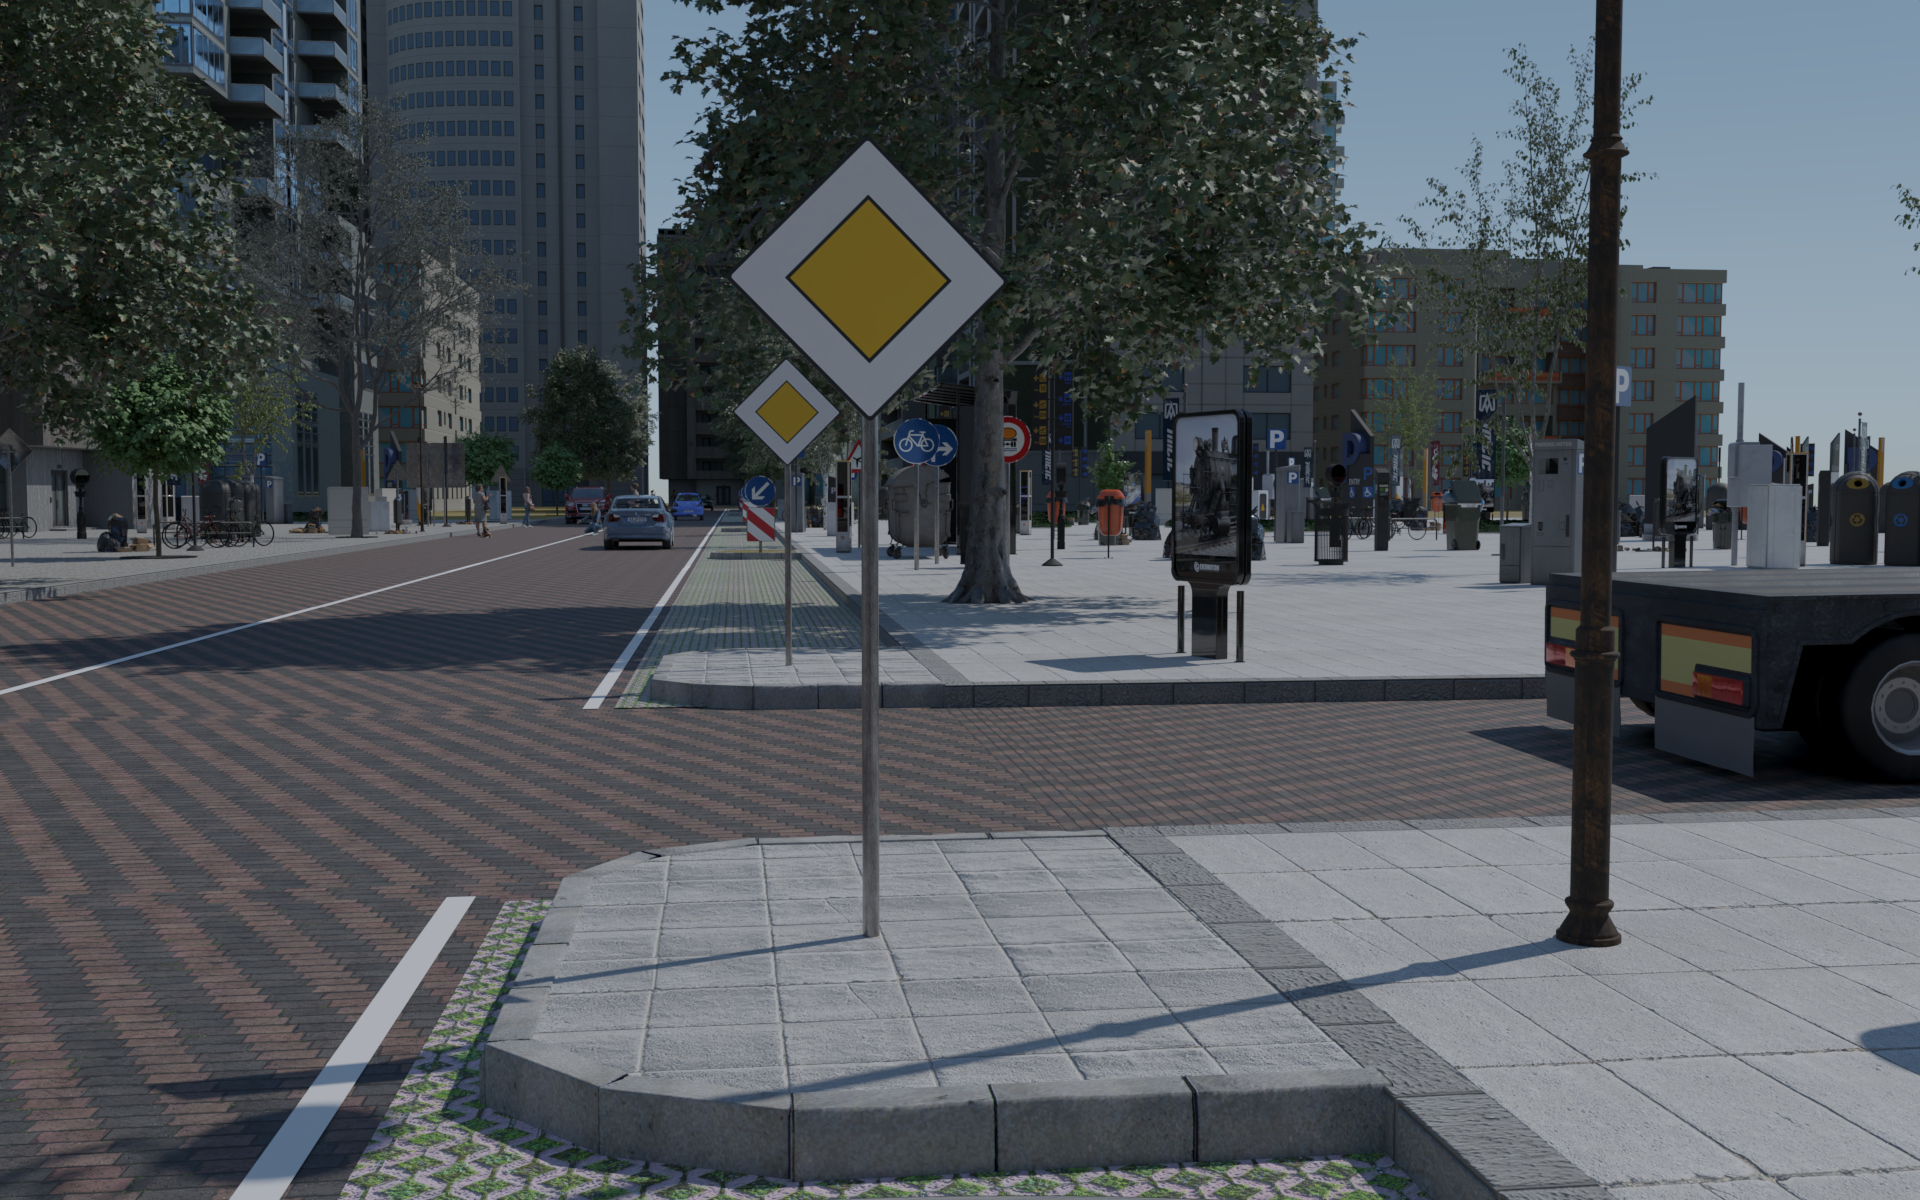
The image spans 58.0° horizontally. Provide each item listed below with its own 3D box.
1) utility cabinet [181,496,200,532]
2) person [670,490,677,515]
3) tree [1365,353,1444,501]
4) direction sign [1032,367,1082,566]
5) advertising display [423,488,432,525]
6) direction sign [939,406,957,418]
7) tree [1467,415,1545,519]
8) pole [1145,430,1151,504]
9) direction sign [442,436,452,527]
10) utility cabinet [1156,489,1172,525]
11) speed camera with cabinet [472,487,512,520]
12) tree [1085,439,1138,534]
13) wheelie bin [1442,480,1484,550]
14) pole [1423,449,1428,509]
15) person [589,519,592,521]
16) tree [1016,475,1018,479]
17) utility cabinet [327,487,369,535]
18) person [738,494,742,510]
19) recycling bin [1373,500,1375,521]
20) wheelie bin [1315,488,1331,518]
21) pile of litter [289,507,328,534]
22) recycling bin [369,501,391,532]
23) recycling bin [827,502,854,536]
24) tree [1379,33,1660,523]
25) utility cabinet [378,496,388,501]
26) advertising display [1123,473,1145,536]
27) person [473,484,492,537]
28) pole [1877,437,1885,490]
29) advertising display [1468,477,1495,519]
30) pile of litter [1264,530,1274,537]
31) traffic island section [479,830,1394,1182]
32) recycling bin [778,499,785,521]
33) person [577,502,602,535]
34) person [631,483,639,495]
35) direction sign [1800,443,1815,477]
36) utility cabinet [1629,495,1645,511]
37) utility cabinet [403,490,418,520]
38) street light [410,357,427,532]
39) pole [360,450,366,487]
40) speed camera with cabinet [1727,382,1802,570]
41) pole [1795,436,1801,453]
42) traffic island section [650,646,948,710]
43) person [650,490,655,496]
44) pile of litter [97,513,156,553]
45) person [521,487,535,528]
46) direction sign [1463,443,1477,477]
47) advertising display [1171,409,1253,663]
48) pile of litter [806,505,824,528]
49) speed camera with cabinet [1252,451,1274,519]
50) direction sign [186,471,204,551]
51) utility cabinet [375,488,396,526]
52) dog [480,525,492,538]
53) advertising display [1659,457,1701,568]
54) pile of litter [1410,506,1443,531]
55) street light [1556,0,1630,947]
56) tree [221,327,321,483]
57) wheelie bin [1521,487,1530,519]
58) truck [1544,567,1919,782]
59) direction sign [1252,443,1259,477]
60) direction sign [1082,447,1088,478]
[{"bbox_3d":[-24.779,-2.766,56.385,1.020,1.237,0.306,-2,4,-26],"label":"utility cabinet"},{"bbox_3d":[-18.853,-6.457,114.794,0.721,1.735,1.217,-3,5,-42],"label":"person"},{"bbox_3d":[23.057,-8.493,89.231,4.737,8.622,4.395,0,3,0],"label":"tree"},{"bbox_3d":[1.646,-2.373,30.797,0.876,3.537,0.379,3,4,38],"label":"direction sign"},{"bbox_3d":[-22.441,-4.120,72.577,0.974,1.923,0.123,3,5,41],"label":"advertising display"},{"bbox_3d":[-0.165,-3.218,44.612,0.876,3.537,0.379,2,4,35],"label":"direction sign"},{"bbox_3d":[22.605,-5.380,71.677,4.285,4.588,4.351,0,3,0],"label":"tree"},{"bbox_3d":[6.020,-3.770,55.476,0.158,3.312,0.155,0,3,0],"label":"pole"},{"bbox_3d":[-20.107,-4.633,67.746,0.379,3.537,0.876,-1,4,-23],"label":"direction sign"},{"bbox_3d":[8.494,-3.746,69.929,1.173,1.500,0.318,1,4,10],"label":"utility cabinet"},{"bbox_3d":[-23.131,-5.577,85.520,0.660,3.252,2.038,2,4,35],"label":"speed camera with cabinet"},{"bbox_3d":[4.743,-3.682,54.802,1.663,3.219,1.824,0,3,0],"label":"tree"},{"bbox_3d":[11.467,-1.940,39.632,0.980,1.594,0.693,-1,4,-12],"label":"wheelie bin"},{"bbox_3d":[20.870,-5.129,77.703,0.158,3.312,0.155,0,3,0],"label":"pole"},{"bbox_3d":[-19.500,-5.122,91.878,1.348,1.869,0.705,-1,4,-14],"label":"person"},{"bbox_3d":[1.632,-4.766,72.518,1.663,3.219,1.824,0,3,0],"label":"tree"},{"bbox_3d":[-19.050,-2.768,53.932,1.173,1.500,0.318,-2,4,-29],"label":"utility cabinet"},{"bbox_3d":[-18.938,-8.530,149.442,0.415,1.643,0.593,-1,4,-10],"label":"person"},{"bbox_3d":[18.546,-3.975,77.543,0.722,1.027,0.722,1,4,10],"label":"recycling bin"},{"bbox_3d":[17.532,-4.666,84.196,0.980,1.594,0.693,-1,4,-23],"label":"wheelie bin"},{"bbox_3d":[-21.342,-2.621,56.811,1.176,0.858,1.719,-2,4,-35],"label":"pile of litter"},{"bbox_3d":[-19.974,-2.864,59.373,0.722,1.027,0.722,-2,4,-34],"label":"recycling bin"},{"bbox_3d":[-3.646,-2.462,52.809,0.722,1.027,0.722,0,4,6],"label":"recycling bin"},{"bbox_3d":[9.224,-4.754,28.096,4.360,8.622,3.978,0,3,0],"label":"tree"},{"bbox_3d":[-20.698,-3.121,62.188,0.306,1.237,1.020,-1,4,-17],"label":"utility cabinet"},{"bbox_3d":[5.326,-2.930,53.116,0.123,1.923,0.974,-2,4,-29],"label":"advertising display"},{"bbox_3d":[-16.036,-3.026,58.326,0.716,1.782,0.532,2,4,28],"label":"person"},{"bbox_3d":[33.079,-4.184,62.253,0.158,3.312,0.155,0,3,0],"label":"pole"},{"bbox_3d":[19.448,-3.635,64.638,0.974,1.923,0.123,0,4,5],"label":"advertising display"},{"bbox_3d":[8.571,-2.293,51.452,1.719,0.858,1.176,0,4,6],"label":"pile of litter"},{"bbox_3d":[-0.239,1.054,5.050,2.009,0.180,2.903,0,4,-7],"label":"traffic island section"},{"bbox_3d":[-8.353,-4.370,84.009,0.722,1.027,0.722,2,4,34],"label":"recycling bin"},{"bbox_3d":[-12.754,-2.827,60.228,0.738,1.151,1.012,-3,5,-42],"label":"person"},{"bbox_3d":[-10.180,-2.760,53.962,0.374,1.781,0.599,-1,4,-19],"label":"person"},{"bbox_3d":[37.824,-5.228,77.479,0.379,3.537,0.876,-1,4,-22],"label":"direction sign"},{"bbox_3d":[36.305,-4.977,92.528,1.020,1.237,0.306,2,4,26],"label":"utility cabinet"},{"bbox_3d":[-26.895,-4.668,84.999,0.318,1.500,1.173,1,4,22],"label":"utility cabinet"},{"bbox_3d":[-18.261,-5.251,58.647,0.468,5.910,1.993,0,4,-7],"label":"street light"},{"bbox_3d":[-27.388,-5.241,79.536,0.158,3.312,0.155,0,3,0],"label":"pole"},{"bbox_3d":[13.969,-2.187,30.086,0.660,3.252,2.038,0,4,5],"label":"speed camera with cabinet"},{"bbox_3d":[29.332,-4.090,60.722,0.158,3.312,0.155,0,3,0],"label":"pole"},{"bbox_3d":[-1.261,0.570,12.969,2.009,0.180,2.903,0,4,-7],"label":"traffic island section"},{"bbox_3d":[-20.624,-6.530,116.068,0.445,1.727,0.742,0,4,-1],"label":"person"},{"bbox_3d":[-18.603,-1.519,38.806,1.176,0.858,1.719,1,4,18],"label":"pile of litter"},{"bbox_3d":[-18.584,-3.987,74.275,0.643,1.750,0.593,-3,5,-40],"label":"person"},{"bbox_3d":[22.608,-5.180,76.694,0.379,3.537,0.876,-2,4,-31],"label":"direction sign"},{"bbox_3d":[1.957,-0.509,13.542,0.123,1.923,0.974,-2,4,-24],"label":"advertising display"},{"bbox_3d":[-5.513,-3.181,65.977,1.719,0.858,1.176,1,4,16],"label":"pile of litter"},{"bbox_3d":[13.899,-5.193,79.243,0.660,3.252,2.038,3,4,39],"label":"speed camera with cabinet"},{"bbox_3d":[-17.306,-2.880,39.082,0.379,3.537,0.876,-2,4,-31],"label":"direction sign"},{"bbox_3d":[-22.873,-3.687,68.969,0.318,1.500,1.173,0,4,8],"label":"utility cabinet"},{"bbox_3d":[-15.608,-2.240,56.818,0.550,0.427,0.748,1,4,11],"label":"dog"},{"bbox_3d":[12.515,-1.527,30.174,0.974,1.923,0.123,-2,4,-35],"label":"advertising display"},{"bbox_3d":[16.563,-2.887,61.162,1.719,0.858,1.176,-2,4,-35],"label":"pile of litter"},{"bbox_3d":[1.811,-1.959,4.810,0.468,5.910,1.993,0,4,-7],"label":"street light"},{"bbox_3d":[-26.849,-7.067,65.911,4.737,8.622,4.395,0,3,0],"label":"tree"},{"bbox_3d":[26.513,-4.440,80.494,0.980,1.594,0.693,3,5,40],"label":"wheelie bin"},{"bbox_3d":[13.062,-1.260,10.354,18.799,4.110,2.967,0,4,-5],"label":"truck"},{"bbox_3d":[13.027,-5.226,77.445,0.379,3.537,0.876,-2,4,-32],"label":"direction sign"},{"bbox_3d":[5.733,-5.570,83.058,0.876,3.537,0.379,-2,4,-28],"label":"direction sign"}]
